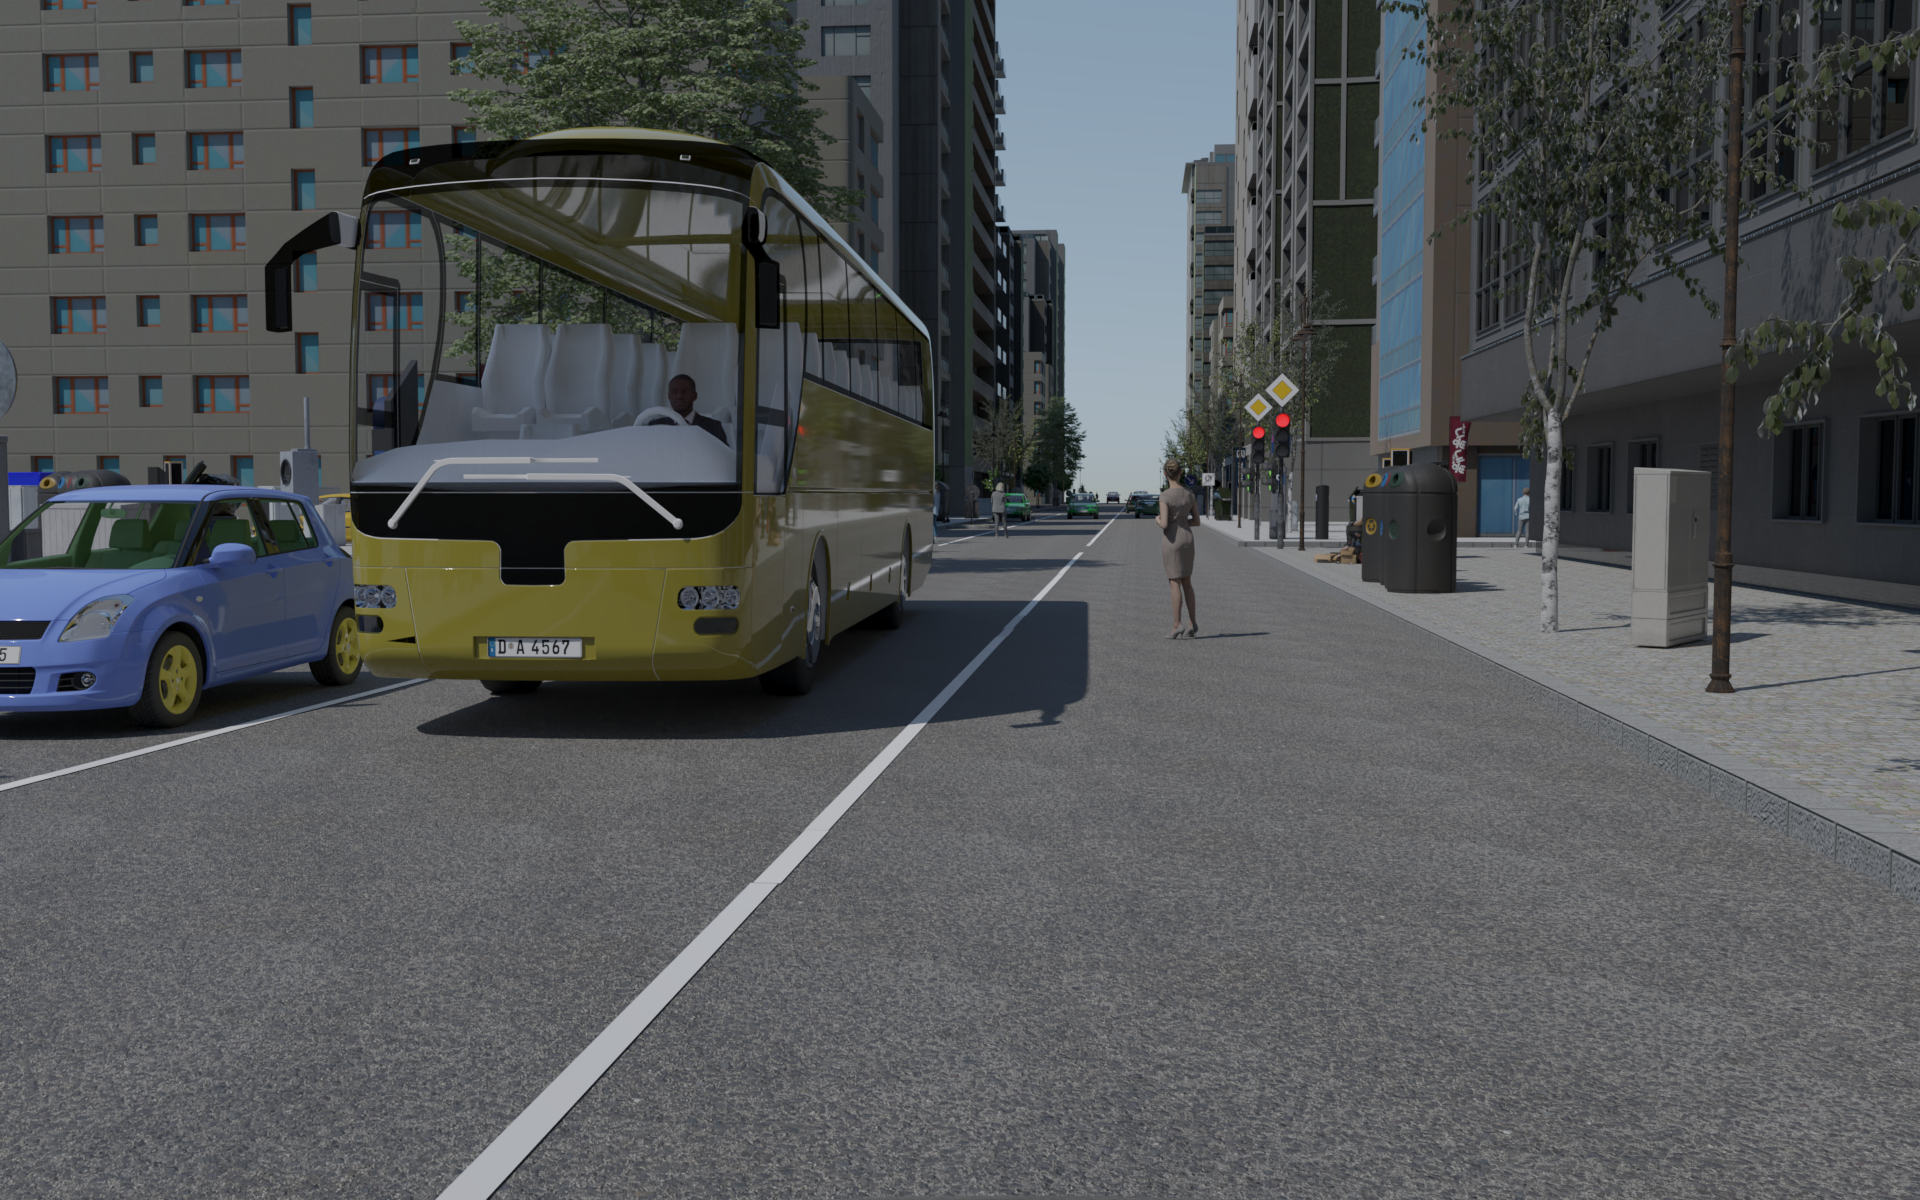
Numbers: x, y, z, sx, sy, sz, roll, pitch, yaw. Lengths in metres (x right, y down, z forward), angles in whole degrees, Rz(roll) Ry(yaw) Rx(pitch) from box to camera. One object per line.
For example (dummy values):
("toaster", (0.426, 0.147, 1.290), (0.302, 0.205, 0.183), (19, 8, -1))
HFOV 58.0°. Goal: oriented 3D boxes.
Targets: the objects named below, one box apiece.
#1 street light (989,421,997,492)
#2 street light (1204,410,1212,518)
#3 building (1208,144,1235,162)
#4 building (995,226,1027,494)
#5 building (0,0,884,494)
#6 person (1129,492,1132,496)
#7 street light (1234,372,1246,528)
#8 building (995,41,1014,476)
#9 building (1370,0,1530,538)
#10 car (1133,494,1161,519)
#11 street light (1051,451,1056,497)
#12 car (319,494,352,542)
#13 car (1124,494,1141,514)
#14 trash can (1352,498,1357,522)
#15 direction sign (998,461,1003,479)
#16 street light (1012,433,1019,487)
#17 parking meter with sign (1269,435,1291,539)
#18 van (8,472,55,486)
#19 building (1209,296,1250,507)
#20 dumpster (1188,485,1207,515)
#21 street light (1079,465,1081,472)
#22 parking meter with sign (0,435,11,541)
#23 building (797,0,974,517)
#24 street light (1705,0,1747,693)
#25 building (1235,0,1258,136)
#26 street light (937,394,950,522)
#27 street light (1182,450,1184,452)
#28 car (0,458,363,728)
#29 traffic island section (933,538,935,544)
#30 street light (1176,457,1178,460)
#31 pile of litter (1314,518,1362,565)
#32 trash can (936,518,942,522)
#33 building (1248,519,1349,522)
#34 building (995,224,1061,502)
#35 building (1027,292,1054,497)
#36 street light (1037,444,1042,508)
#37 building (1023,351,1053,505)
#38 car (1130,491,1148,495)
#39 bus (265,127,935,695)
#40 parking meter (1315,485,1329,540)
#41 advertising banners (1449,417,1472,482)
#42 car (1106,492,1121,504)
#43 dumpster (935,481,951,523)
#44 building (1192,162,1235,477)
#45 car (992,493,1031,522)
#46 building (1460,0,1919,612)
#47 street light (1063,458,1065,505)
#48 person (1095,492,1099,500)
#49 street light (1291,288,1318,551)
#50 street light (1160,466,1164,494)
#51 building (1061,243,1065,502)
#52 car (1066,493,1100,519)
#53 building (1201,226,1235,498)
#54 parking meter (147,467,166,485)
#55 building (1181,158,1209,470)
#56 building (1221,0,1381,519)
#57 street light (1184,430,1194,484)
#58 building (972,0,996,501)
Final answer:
("street light", (2.099, -8.226, 107.277), (0.468, 5.910, 1.993), (0, 4, 6))
("street light", (13.408, -7.398, 93.742), (0.468, 5.910, 1.993), (0, 4, 6))
("building", (43.700, -37.768, 237.110), (23.786, 49.044, 30.456), (0, 4, 6))
("building", (-0.618, -25.313, 185.574), (14.160, 30.474, 14.107), (0, 4, 6))
("building", (-18.770, -13.619, 67.717), (27.650, 21.520, 28.899), (0, 4, 6))
("person", (24.838, -14.818, 251.438), (0.551, 1.740, 0.621), (-1, 4, -22))
("street light", (10.572, -5.661, 65.348), (0.468, 5.910, 1.993), (0, 4, 6))
("building", (-7.345, -33.256, 163.338), (23.786, 49.044, 30.456), (0, 4, 6))
("building", (21.469, -24.786, 55.355), (14.200, 45.320, 14.600), (0, 4, 6))
("car", (11.323, -5.567, 102.810), (2.131, 1.459, 4.920), (0, 4, 7))
("street light", (9.925, -12.855, 182.970), (0.468, 5.910, 1.993), (0, 4, 6))
("car", (-16.782, -2.199, 46.184), (3.980, 1.641, 2.015), (0, 4, 4))
("car", (13.137, -7.228, 127.963), (2.009, 1.686, 4.222), (0, 4, 6))
("trash can", (13.147, -2.737, 56.406), (0.748, 1.137, 0.748), (0, 3, 0))
("direction sign", (2.749, -7.728, 118.343), (0.379, 3.537, 0.876), (1, 4, 22))
("street light", (3.990, -9.366, 125.916), (0.468, 5.910, 1.993), (0, 4, 6))
("parking meter with sign", (9.200, -3.287, 49.997), (0.543, 3.016, 1.738), (1, 4, 14))
("van", (-27.549, -2.705, 48.605), (5.245, 2.365, 2.240), (0, 4, 7))
("building", (38.222, -19.549, 164.672), (27.650, 21.520, 28.899), (0, 4, 6))
("dumpster", (14.834, -6.292, 108.627), (1.264, 1.857, 1.865), (0, 4, 6))
("street light", (18.426, -17.900, 265.449), (0.468, 5.910, 1.993), (0, 4, 6))
("parking meter with sign", (-11.637, -1.481, 20.481), (0.543, 3.016, 1.738), (1, 4, 13))
("building", (-6.883, -25.192, 95.492), (14.154, 41.232, 14.086), (0, 4, 6))
("street light", (4.928, -2.340, 11.050), (0.468, 5.910, 1.993), (0, 4, 6))
("building", (35.784, -33.421, 135.677), (28.713, 52.752, 27.495), (0, 4, 6))
("street light", (-0.774, -6.511, 79.238), (0.468, 5.910, 1.993), (0, 4, 6))
("street light", (18.343, -10.312, 141.386), (0.468, 5.910, 1.993), (0, 4, 6))
("car", (-5.518, -0.134, 11.775), (1.945, 1.707, 3.694), (0, 4, 5))
("traffic island section", (-1.820, -1.661, 49.442), (2.009, 0.180, 2.903), (0, 4, 6))
("street light", (21.155, -12.058, 169.931), (0.468, 5.910, 1.993), (0, 4, 6))
("pile of litter", (7.182, -1.117, 32.233), (1.176, 0.858, 1.719), (0, 4, 4))
("trash can", (-0.986, -4.241, 80.999), (0.748, 1.137, 0.748), (0, 3, 0))
("building", (24.300, -39.339, 81.442), (20.563, 71.187, 20.611), (0, 4, 6))
("building", (7.399, -35.320, 261.072), (14.154, 41.232, 14.086), (0, 4, 6))
("building", (6.025, -29.085, 247.243), (14.160, 30.474, 14.107), (0, 4, 6))
("street light", (7.048, -11.140, 154.931), (0.468, 5.910, 1.993), (0, 4, 6))
("building", (-2.339, -23.336, 226.575), (27.650, 21.520, 28.899), (0, 4, 6))
("car", (19.996, -11.198, 191.752), (2.281, 1.827, 5.304), (0, 4, 5))
("bus", (-2.005, -1.473, 15.627), (2.896, 3.916, 12.252), (0, 4, 4))
("parking meter", (10.202, -2.469, 48.772), (0.372, 1.533, 0.369), (0, 3, 0))
("advertising banners", (10.448, -2.610, 38.861), (2.074, 3.025, 0.090), (0, 4, 0))
("car", (23.385, -15.649, 264.528), (2.281, 1.827, 5.304), (0, 4, 5))
("dumpster", (-1.110, -4.318, 76.360), (1.264, 1.857, 1.865), (0, 4, 6))
("building", (36.041, -32.522, 215.323), (14.154, 41.232, 14.086), (0, 4, 6))
("car", (2.734, -5.054, 91.430), (1.959, 1.807, 4.718), (0, 4, 7))
("building", (16.424, -14.094, 23.939), (14.314, 27.812, 24.014), (0, 4, 6))
("street light", (12.527, -14.448, 209.006), (0.468, 5.910, 1.993), (0, 4, 6))
("person", (21.289, -15.888, 268.794), (0.617, 1.759, 0.750), (-1, 4, -12))
("street light", (7.749, -4.055, 39.095), (0.468, 5.910, 1.993), (0, 4, 6))
("street light", (32.508, -18.848, 280.955), (0.468, 5.910, 1.993), (0, 4, 6))
("building", (9.392, -36.201, 275.472), (14.154, 41.232, 14.086), (0, 4, 6))
("car", (7.052, -5.534, 99.275), (1.959, 1.807, 4.718), (0, 4, 5))
("building", (33.183, -25.440, 187.652), (14.160, 30.474, 14.107), (0, 4, 6))
("parking meter", (-17.322, -1.937, 37.385), (0.255, 1.863, 0.399), (0, 4, -5))
("building", (48.557, -41.367, 265.595), (28.713, 52.752, 27.495), (0, 4, 6))
("building", (27.785, -41.095, 110.152), (20.563, 71.187, 20.611), (0, 4, 6))
("street light", (16.263, -9.141, 122.246), (0.468, 5.910, 1.993), (0, 4, 6))
("building", (-8.679, -31.368, 136.566), (21.300, 48.544, 21.600), (0, 4, 6))
